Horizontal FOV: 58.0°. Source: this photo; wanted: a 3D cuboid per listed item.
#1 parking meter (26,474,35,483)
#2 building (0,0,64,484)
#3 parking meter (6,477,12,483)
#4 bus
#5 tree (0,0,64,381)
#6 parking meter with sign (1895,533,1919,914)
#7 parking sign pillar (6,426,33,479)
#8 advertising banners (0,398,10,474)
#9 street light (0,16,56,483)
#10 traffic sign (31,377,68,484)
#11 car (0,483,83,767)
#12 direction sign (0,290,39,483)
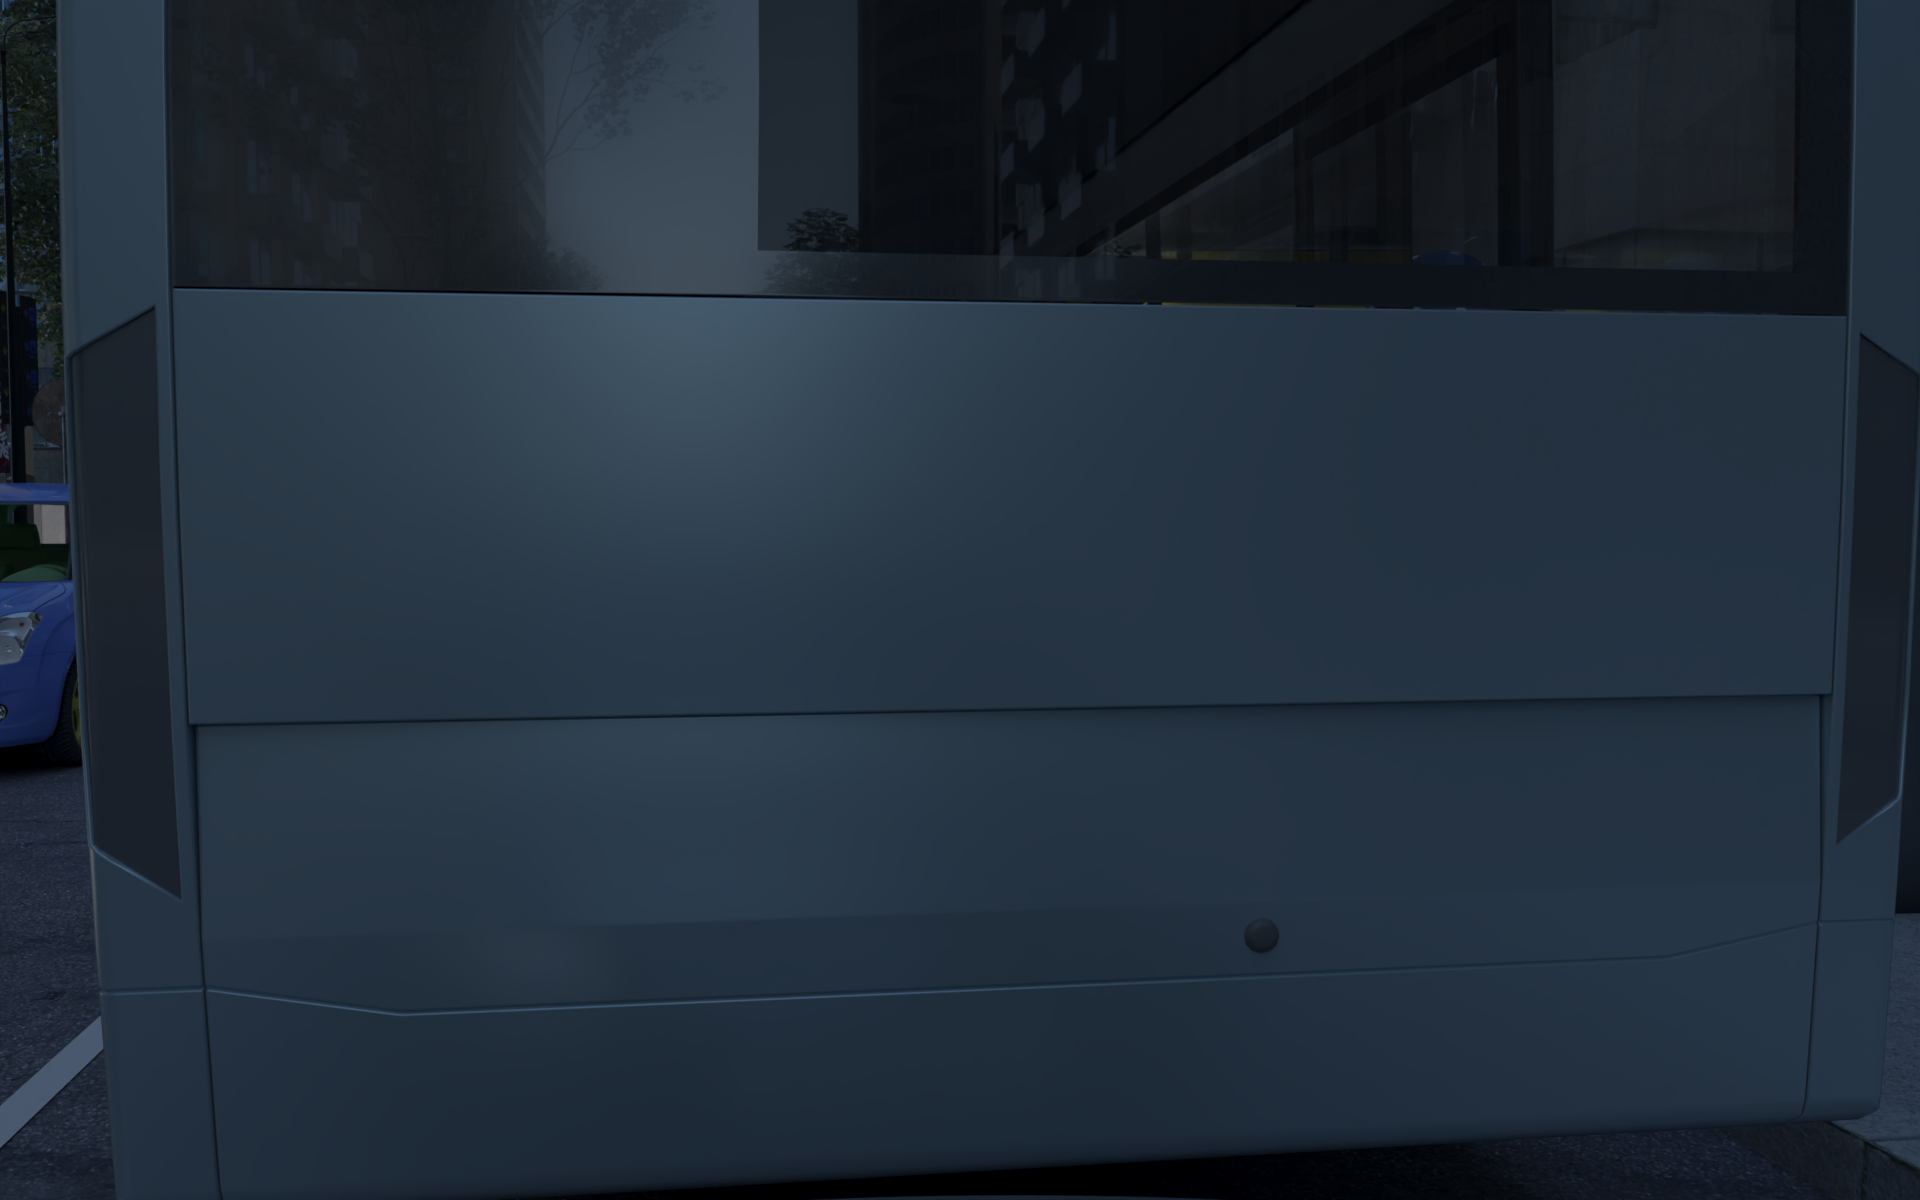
[{"bbox_3d":[-24.877,-2.477,46.212,0.399,1.863,0.255,-3,5,-41],"label":"parking meter"},{"bbox_3d":[-37.358,-47.216,84.655,22.319,86.520,31.000,-1,4,-9],"label":"building"},{"bbox_3d":[-31.453,-3.168,57.505,0.255,1.863,0.399,0,4,-6],"label":"parking meter"},{"bbox_3d":[-0.838,-0.856,8.863,2.948,3.499,13.247,-1,4,-9],"label":"bus"},{"bbox_3d":[-12.386,-7.540,29.941,9.857,13.997,8.962,0,3,0],"label":"tree"},{"bbox_3d":[2.986,-0.568,5.547,0.543,3.016,1.738,0,4,-2],"label":"parking meter with sign"},{"bbox_3d":[-35.587,-4.715,65.569,1.447,3.967,1.447,0,4,-1],"label":"parking sign pillar"},{"bbox_3d":[-12.598,-1.586,22.124,0.090,3.025,2.074,0,4,-2],"label":"advertising banners"},{"bbox_3d":[-8.513,-2.695,16.605,1.470,5.913,1.316,-1,4,-9],"label":"street light"},{"bbox_3d":[-9.732,-1.149,18.894,0.768,2.556,0.104,0,4,-2],"label":"traffic sign"},{"bbox_3d":[-5.592,-0.032,10.109,1.945,1.707,3.694,-1,4,-8],"label":"car"},{"bbox_3d":[-10.675,-1.695,19.709,0.379,3.537,0.876,0,4,-4],"label":"direction sign"}]
